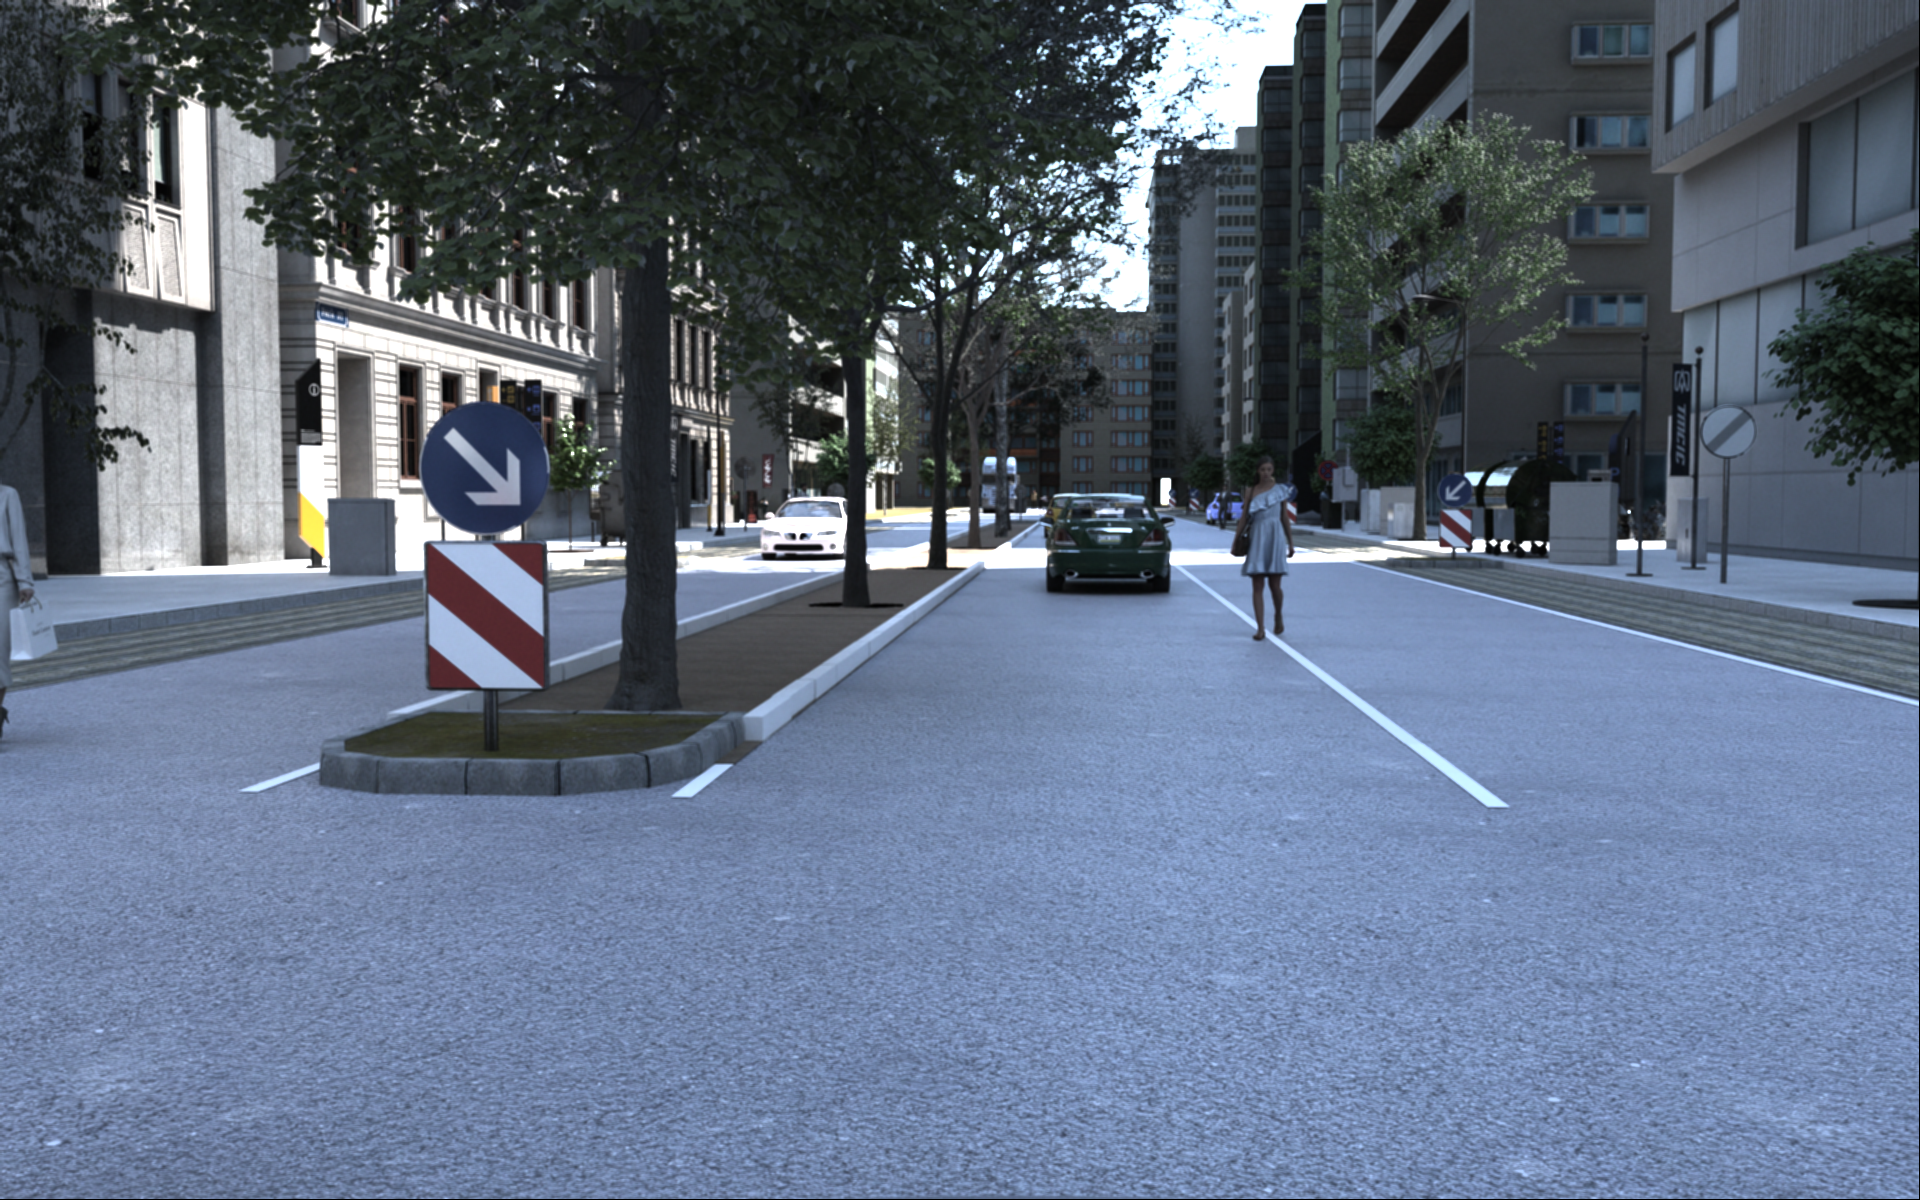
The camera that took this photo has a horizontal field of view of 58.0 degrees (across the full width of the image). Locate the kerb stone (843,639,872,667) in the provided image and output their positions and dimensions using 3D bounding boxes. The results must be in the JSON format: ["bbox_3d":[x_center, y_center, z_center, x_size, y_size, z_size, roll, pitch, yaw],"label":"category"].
[{"bbox_3d":[-0.885,0.466,14.572,0.120,0.150,1.000,0,4,4],"label":"kerb stone"}]

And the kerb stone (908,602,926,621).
[{"bbox_3d":[-0.525,0.154,19.683,0.120,0.150,1.000,0,4,4],"label":"kerb stone"}]

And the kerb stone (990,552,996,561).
[{"bbox_3d":[0.610,-0.848,36.058,0.120,0.150,1.000,0,4,4],"label":"kerb stone"}]

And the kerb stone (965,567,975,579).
[{"bbox_3d":[0.115,-0.409,28.885,0.120,0.150,1.000,0,4,4],"label":"kerb stone"}]

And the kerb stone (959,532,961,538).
[{"bbox_3d":[-0.132,-2.046,55.650,0.120,0.150,1.000,0,4,4],"label":"kerb stone"}]

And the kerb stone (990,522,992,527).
[{"bbox_3d":[1.158,-3.171,74.049,0.120,0.150,1.000,0,4,4],"label":"kerb stone"}]

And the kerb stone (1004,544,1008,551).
[{"bbox_3d":[1.037,-1.224,42.204,0.120,0.150,1.000,0,4,4],"label":"kerb stone"}]

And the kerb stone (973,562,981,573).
[{"bbox_3d":[0.249,-0.535,30.935,0.120,0.150,1.000,0,4,4],"label":"kerb stone"}]

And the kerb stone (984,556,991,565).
[{"bbox_3d":[0.468,-0.722,33.998,0.120,0.150,1.000,0,4,4],"label":"kerb stone"}]

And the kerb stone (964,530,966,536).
[{"bbox_3d":[0.011,-2.168,57.690,0.120,0.150,1.000,0,4,4],"label":"kerb stone"}]

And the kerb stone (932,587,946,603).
[{"bbox_3d":[-0.311,-0.033,22.742,0.120,0.150,1.000,0,4,4],"label":"kerb stone"}]

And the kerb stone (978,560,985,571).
[{"bbox_3d":[0.329,-0.597,31.954,0.120,0.150,1.000,0,4,4],"label":"kerb stone"}]

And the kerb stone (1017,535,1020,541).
[{"bbox_3d":[1.609,-1.718,50.410,0.120,0.150,1.000,0,4,4],"label":"kerb stone"}]

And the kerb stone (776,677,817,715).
[{"bbox_3d":[-1.105,0.657,11.507,0.120,0.150,1.000,0,4,4],"label":"kerb stone"}]

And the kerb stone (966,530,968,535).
[{"bbox_3d":[0.093,-2.233,58.709,0.120,0.150,1.000,0,4,4],"label":"kerb stone"}]

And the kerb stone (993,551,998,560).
[{"bbox_3d":[0.681,-0.911,37.092,0.120,0.150,1.000,0,4,4],"label":"kerb stone"}]

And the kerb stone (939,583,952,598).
[{"bbox_3d":[-0.246,-0.095,23.774,0.120,0.150,1.000,0,4,4],"label":"kerb stone"}]

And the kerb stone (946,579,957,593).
[{"bbox_3d":[-0.171,-0.158,24.794,0.120,0.150,1.000,0,4,4],"label":"kerb stone"}]

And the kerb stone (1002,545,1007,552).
[{"bbox_3d":[0.971,-1.161,41.183,0.120,0.150,1.000,0,4,4],"label":"kerb stone"}]

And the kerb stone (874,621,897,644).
[{"bbox_3d":[-0.740,0.341,16.616,0.120,0.150,1.000,0,4,4],"label":"kerb stone"}]

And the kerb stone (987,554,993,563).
[{"bbox_3d":[0.533,-0.780,35.028,0.120,0.150,1.000,0,4,4],"label":"kerb stone"}]

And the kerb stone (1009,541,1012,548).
[{"bbox_3d":[1.191,-1.349,44.246,0.120,0.150,1.000,0,4,4],"label":"kerb stone"}]

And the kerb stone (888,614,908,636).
[{"bbox_3d":[-0.670,0.280,17.636,0.120,0.150,1.000,0,4,4],"label":"kerb stone"}]

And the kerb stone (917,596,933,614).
[{"bbox_3d":[-0.454,0.091,20.702,0.120,0.150,1.000,0,4,4],"label":"kerb stone"}]

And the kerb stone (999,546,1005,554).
[{"bbox_3d":[0.904,-1.098,40.163,0.120,0.150,1.000,0,4,4],"label":"kerb stone"}]

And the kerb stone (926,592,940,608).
[{"bbox_3d":[-0.384,0.030,21.723,0.120,0.150,1.000,0,4,4],"label":"kerb stone"}]

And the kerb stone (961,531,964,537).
[{"bbox_3d":[-0.054,-2.106,56.669,0.120,0.150,1.000,0,4,4],"label":"kerb stone"}]

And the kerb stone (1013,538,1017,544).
[{"bbox_3d":[1.406,-1.526,47.333,0.120,0.150,1.000,0,4,4],"label":"kerb stone"}]

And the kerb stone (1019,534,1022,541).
[{"bbox_3d":[1.682,-1.786,51.429,0.120,0.150,1.000,0,4,4],"label":"kerb stone"}]

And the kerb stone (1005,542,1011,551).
[{"bbox_3d":[1.119,-1.286,43.226,0.120,0.150,1.000,0,4,4],"label":"kerb stone"}]

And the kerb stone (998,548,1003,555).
[{"bbox_3d":[0.823,-1.032,39.142,0.120,0.150,1.000,0,4,4],"label":"kerb stone"}]

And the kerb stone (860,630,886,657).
[{"bbox_3d":[-0.809,0.404,15.592,0.120,0.150,1.000,0,4,4],"label":"kerb stone"}]

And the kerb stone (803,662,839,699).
[{"bbox_3d":[-1.024,0.593,12.526,0.120,0.150,1.000,0,4,4],"label":"kerb stone"}]

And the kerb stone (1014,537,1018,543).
[{"bbox_3d":[1.471,-1.601,48.365,0.120,0.150,1.000,0,4,4],"label":"kerb stone"}]

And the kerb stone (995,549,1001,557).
[{"bbox_3d":[0.755,-0.973,38.111,0.120,0.150,1.000,0,4,4],"label":"kerb stone"}]

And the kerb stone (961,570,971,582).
[{"bbox_3d":[0.042,-0.344,27.854,0.120,0.150,1.000,0,4,4],"label":"kerb stone"}]

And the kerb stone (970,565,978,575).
[{"bbox_3d":[0.184,-0.471,29.915,0.120,0.150,1.000,0,4,4],"label":"kerb stone"}]

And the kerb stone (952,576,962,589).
[{"bbox_3d":[-0.103,-0.221,25.814,0.120,0.150,1.000,0,4,4],"label":"kerb stone"}]

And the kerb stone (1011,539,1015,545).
[{"bbox_3d":[1.327,-1.475,46.305,0.120,0.150,1.000,0,4,4],"label":"kerb stone"}]

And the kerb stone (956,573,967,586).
[{"bbox_3d":[-0.027,-0.284,26.834,0.120,0.150,1.000,0,4,4],"label":"kerb stone"}]

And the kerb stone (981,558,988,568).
[{"bbox_3d":[0.393,-0.658,32.975,0.120,0.150,1.000,0,4,4],"label":"kerb stone"}]

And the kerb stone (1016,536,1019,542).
[{"bbox_3d":[1.540,-1.663,49.390,0.120,0.150,1.000,0,4,4],"label":"kerb stone"}]

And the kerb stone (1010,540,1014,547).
[{"bbox_3d":[1.256,-1.411,45.269,0.120,0.150,1.000,0,4,4],"label":"kerb stone"}]

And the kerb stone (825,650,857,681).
[{"bbox_3d":[-0.953,0.529,13.552,0.120,0.150,1.000,0,4,4],"label":"kerb stone"}]

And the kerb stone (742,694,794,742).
[{"bbox_3d":[-1.161,0.717,10.486,0.120,0.150,1.000,0,4,4],"label":"kerb stone"}]

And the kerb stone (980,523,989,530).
[{"bbox_3d":[1.008,-3.046,71.998,0.120,0.150,1.000,0,4,4],"label":"kerb stone"}]

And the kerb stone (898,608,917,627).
[{"bbox_3d":[-0.603,0.216,18.660,0.120,0.150,1.000,0,4,4],"label":"kerb stone"}]
